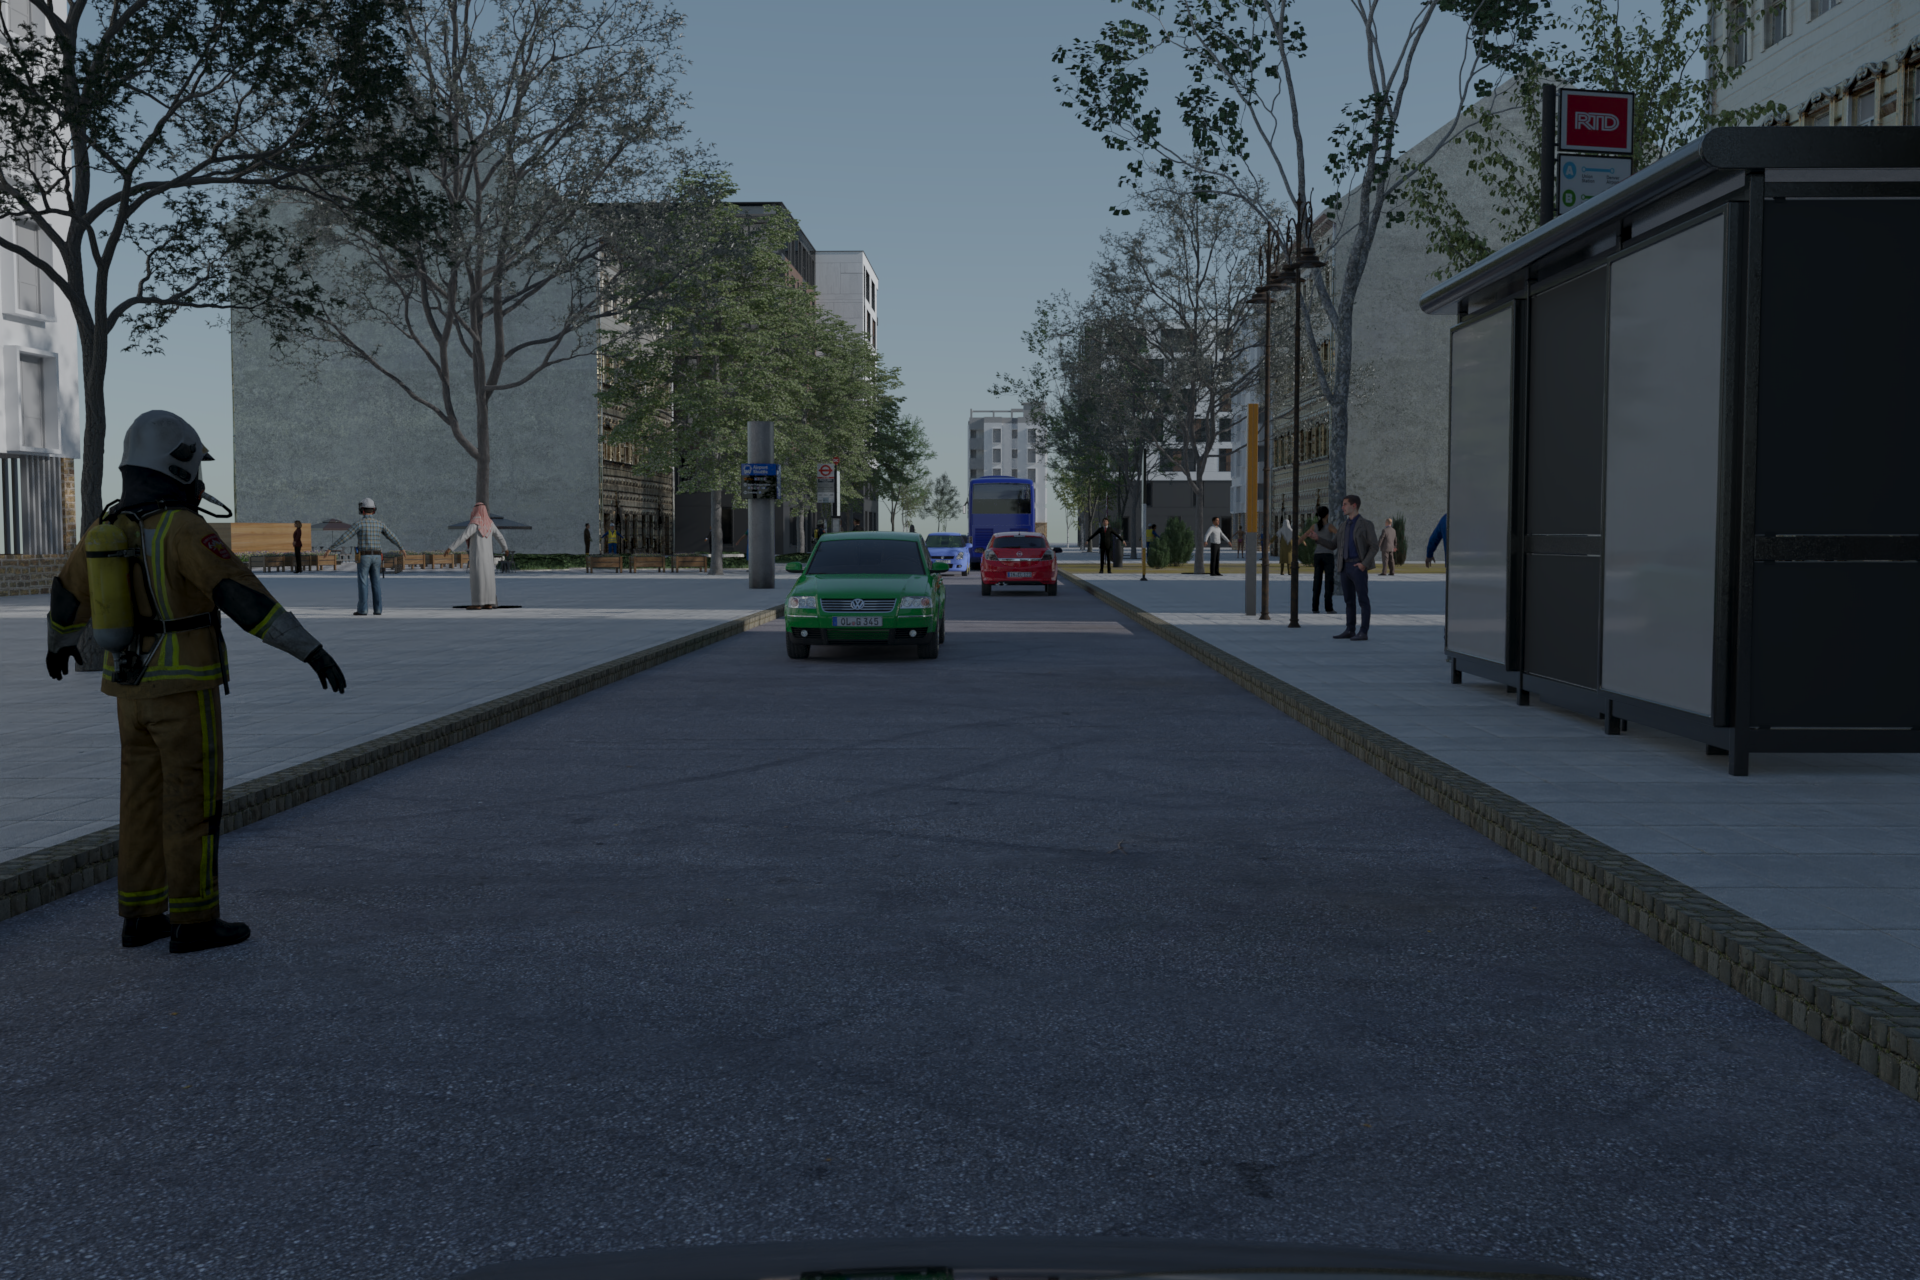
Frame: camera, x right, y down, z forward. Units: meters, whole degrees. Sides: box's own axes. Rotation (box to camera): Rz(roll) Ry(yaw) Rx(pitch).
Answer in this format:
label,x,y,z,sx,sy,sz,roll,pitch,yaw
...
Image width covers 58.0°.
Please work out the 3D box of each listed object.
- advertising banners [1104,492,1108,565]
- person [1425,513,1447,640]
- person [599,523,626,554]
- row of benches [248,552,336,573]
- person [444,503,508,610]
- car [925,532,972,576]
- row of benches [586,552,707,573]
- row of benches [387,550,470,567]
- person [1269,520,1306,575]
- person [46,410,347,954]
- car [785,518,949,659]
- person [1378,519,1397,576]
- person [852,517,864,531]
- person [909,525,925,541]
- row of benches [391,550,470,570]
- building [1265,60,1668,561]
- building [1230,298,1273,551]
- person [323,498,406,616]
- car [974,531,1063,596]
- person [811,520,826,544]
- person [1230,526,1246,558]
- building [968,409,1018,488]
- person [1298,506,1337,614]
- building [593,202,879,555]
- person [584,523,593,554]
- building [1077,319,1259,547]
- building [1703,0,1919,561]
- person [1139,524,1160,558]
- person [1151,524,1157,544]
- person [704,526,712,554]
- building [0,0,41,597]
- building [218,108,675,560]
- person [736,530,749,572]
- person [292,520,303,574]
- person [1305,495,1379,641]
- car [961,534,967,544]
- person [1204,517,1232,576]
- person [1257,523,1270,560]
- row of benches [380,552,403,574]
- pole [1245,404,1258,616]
label,x,y,z,sx,sy,sz,roll,pitch,yaw
advertising banners,6.079,-4.663,72.420,0.090,3.025,2.074,0,4,2
person,5.489,-0.796,18.902,0.705,1.842,1.347,-2,4,-25
person,-15.691,-4.390,78.240,1.216,1.772,0.721,-1,4,-20
row of benches,-22.854,-2.697,59.555,1.422,0.672,4.104,1,4,15
person,-8.132,-1.417,29.322,0.704,1.811,1.347,2,4,34
car,-0.531,-3.089,60.100,1.945,1.707,3.694,0,4,2
row of benches,-10.314,-2.573,57.539,4.104,0.672,1.422,-2,4,-25
row of benches,-20.652,-3.207,67.899,4.104,0.672,1.422,0,4,7
person,10.239,-2.901,54.204,1.217,1.736,0.721,2,4,32
person,-2.737,0.134,6.030,1.354,1.858,0.705,2,4,23
car,-1.098,-0.765,21.302,1.959,1.807,4.718,0,4,1
person,13.132,-2.861,53.379,0.990,1.755,0.434,-3,4,-37
person,-3.416,-3.130,57.103,0.705,1.837,1.347,2,4,33
person,-1.922,-3.709,69.234,1.348,1.813,0.705,-1,4,-13
row of benches,-19.204,-2.958,63.819,1.422,0.672,4.104,2,4,28
building,26.922,-15.838,89.877,19.493,23.208,18.063,0,4,1
building,27.122,-17.320,139.604,16.016,20.090,11.380,0,4,1
person,-9.356,-1.316,27.354,1.345,1.849,0.704,-3,5,-43
car,1.413,-1.999,41.720,2.155,1.783,4.494,0,4,1
person,-5.577,-3.898,69.505,0.705,1.856,1.354,-3,5,-44
person,14.909,-5.203,91.873,1.217,1.733,0.721,2,4,26
building,1.485,-24.044,251.994,11.380,20.090,16.016,0,4,-5
person,5.912,-1.296,27.997,1.217,1.737,0.721,3,4,36
building,-20.956,-17.086,123.338,27.936,21.610,32.646,0,4,2
person,-18.036,-4.762,83.990,0.704,1.812,1.346,-1,4,-21
building,26.139,-20.620,181.103,27.936,21.610,32.646,0,4,1
building,27.566,-12.414,33.906,19.493,23.208,18.063,0,4,1
person,10.012,-5.213,91.205,1.349,1.833,0.705,2,4,32
person,10.501,-5.336,93.387,0.704,1.843,1.345,1,4,11
person,-12.142,-4.749,84.373,0.721,1.740,1.216,1,4,17
building,-24.583,-10.301,24.842,16.016,20.090,11.380,0,4,0
building,-26.792,-16.149,94.971,19.493,23.208,18.063,0,4,2
person,-7.014,-3.207,58.560,1.347,1.817,0.704,2,4,35
person,-21.614,-3.029,56.328,0.721,1.729,1.215,-1,4,-19
person,4.623,-0.881,20.982,0.750,1.759,0.617,-1,4,-16
car,-0.209,-5.169,94.307,2.009,1.686,4.222,0,4,1
person,7.823,-2.860,52.914,0.704,1.810,1.344,3,5,45
person,14.994,-4.872,85.519,0.705,1.847,1.347,-1,4,-22
row of benches,-18.967,-2.580,57.642,1.422,0.672,4.104,-1,4,-15
pole,4.576,-2.039,27.184,0.158,3.312,0.155,0,3,0
